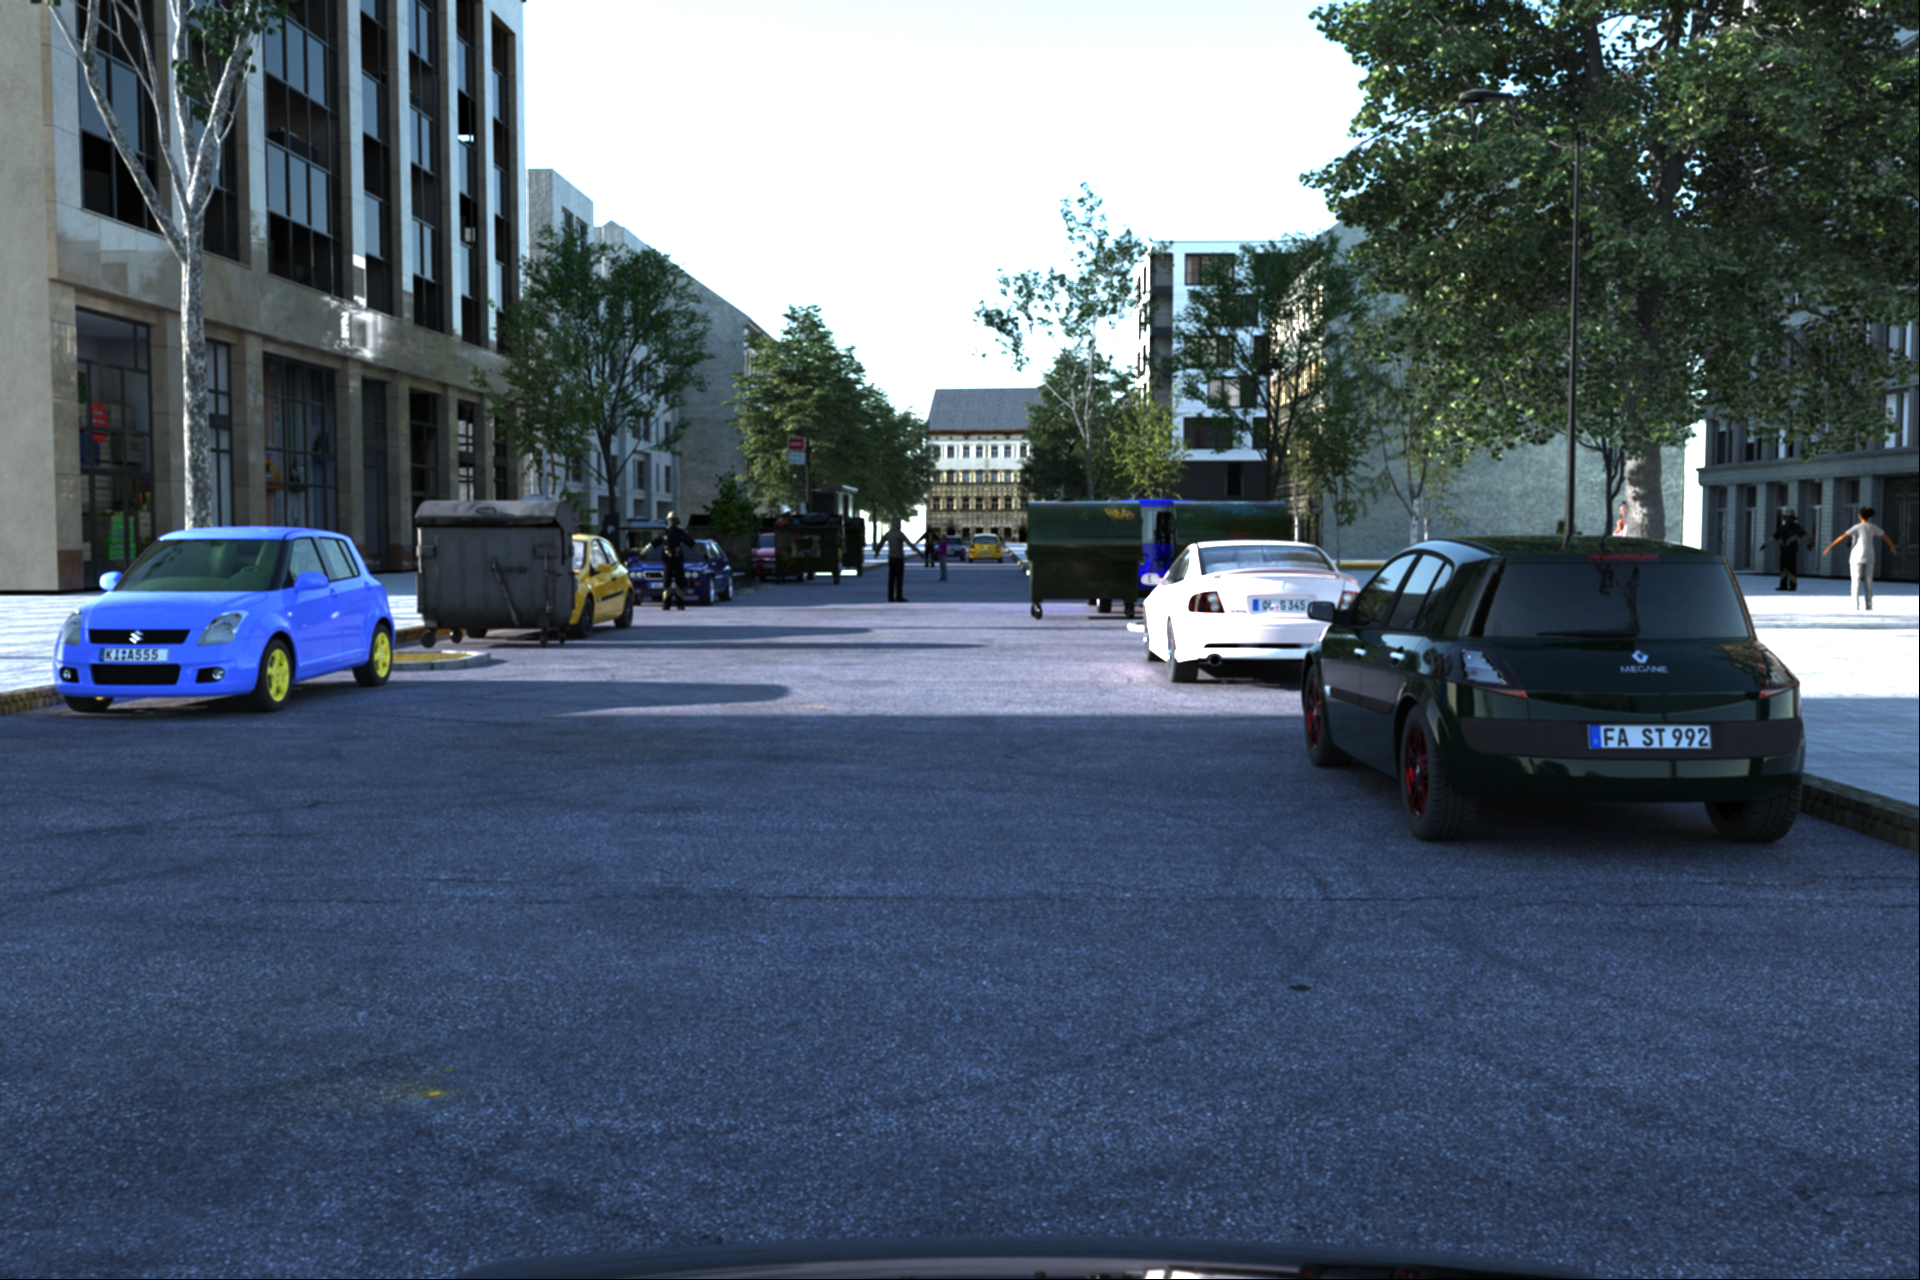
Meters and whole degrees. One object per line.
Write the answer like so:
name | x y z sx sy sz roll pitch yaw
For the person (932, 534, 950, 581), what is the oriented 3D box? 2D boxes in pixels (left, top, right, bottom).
person | -0.561 -2.518 52.890 0.599 1.433 0.991 -2 4 -32

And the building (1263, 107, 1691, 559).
building | 28.134 -16.310 97.596 19.493 23.208 18.063 0 4 2

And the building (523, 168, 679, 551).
building | -27.595 -14.284 99.998 16.747 18.905 31.486 0 4 2

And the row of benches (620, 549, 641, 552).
row of benches | -14.167 -3.553 73.560 4.104 0.672 1.422 1 4 14

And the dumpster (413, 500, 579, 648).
dumpster | -5.920 -0.852 22.150 1.865 1.857 1.264 0 4 1

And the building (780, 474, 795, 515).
building | -21.624 -15.063 188.429 9.099 9.664 28.070 0 4 0

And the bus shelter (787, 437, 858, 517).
bus shelter | -5.933 -5.921 74.440 2.179 5.291 8.768 0 4 3

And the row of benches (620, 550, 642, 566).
row of benches | -14.368 -3.371 70.580 4.104 0.672 1.422 3 5 41

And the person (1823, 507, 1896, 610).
person | 15.203 -1.374 29.240 1.217 1.739 0.721 0 4 1

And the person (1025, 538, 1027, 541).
person | 4.038 -5.357 93.561 0.705 1.833 1.349 3 5 44

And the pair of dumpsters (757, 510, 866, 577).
pair of dumpsters | -5.404 -3.275 58.492 4.436 2.255 1.574 0 4 1

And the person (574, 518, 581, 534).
person | -11.434 -2.732 51.265 0.434 1.755 0.990 0 4 -5

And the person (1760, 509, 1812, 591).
person | 18.713 -2.035 39.147 0.704 1.845 1.351 -2 4 -24

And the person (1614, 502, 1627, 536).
person | 9.480 -1.092 24.573 0.621 1.740 0.551 0 4 -5

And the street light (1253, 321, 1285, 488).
street light | 6.705 -3.970 37.698 0.468 5.910 1.993 0 4 1

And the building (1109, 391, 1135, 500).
building | 27.500 -22.851 204.536 19.493 23.208 18.063 0 4 1

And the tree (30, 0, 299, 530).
tree | -13.061 -10.387 25.710 12.611 20.169 13.585 0 3 0

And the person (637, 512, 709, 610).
person | -5.413 -1.496 32.699 1.354 1.856 0.705 0 4 -8

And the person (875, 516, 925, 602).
person | -1.329 -1.712 36.579 1.348 1.813 0.705 3 4 38

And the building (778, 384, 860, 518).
building | -22.081 -21.592 219.493 16.747 18.905 31.486 0 4 1

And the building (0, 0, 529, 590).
building | -29.239 -17.536 52.929 22.709 31.103 35.509 0 4 2

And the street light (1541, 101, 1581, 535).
street light | 7.000 -2.794 18.229 1.470 5.913 1.316 0 4 1

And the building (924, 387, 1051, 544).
building | 5.247 -25.979 258.148 18.063 23.208 19.493 1 4 9

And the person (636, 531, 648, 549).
person | -16.403 -5.058 88.966 0.705 1.796 1.348 1 4 12

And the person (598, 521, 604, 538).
person | -13.922 -3.772 67.812 0.704 1.812 1.346 1 4 20

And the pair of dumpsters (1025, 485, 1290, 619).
pair of dumpsters | 3.322 -1.503 29.518 4.436 2.255 1.574 0 4 1

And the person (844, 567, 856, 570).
person | -3.948 -3.440 62.426 1.347 1.806 0.705 2 4 28

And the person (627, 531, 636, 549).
person | -18.303 -5.536 96.742 0.704 1.802 1.346 1 4 20

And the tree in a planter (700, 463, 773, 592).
tree in a planter | -5.795 -2.854 43.884 1.991 3.239 1.994 0 4 1

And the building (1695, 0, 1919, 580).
building | 28.580 -12.393 49.301 8.464 21.280 15.925 0 4 1

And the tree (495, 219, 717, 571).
tree | -11.811 -8.100 58.183 9.928 11.665 9.643 0 3 0

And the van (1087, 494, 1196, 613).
van | 3.456 -1.756 33.088 2.240 2.365 5.245 0 4 1

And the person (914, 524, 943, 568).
person | -1.295 -4.009 73.784 1.354 1.856 0.705 0 4 -6

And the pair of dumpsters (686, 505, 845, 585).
pair of dumpsters | -5.544 -2.723 49.471 4.436 2.255 1.574 0 4 1

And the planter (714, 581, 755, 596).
planter | -5.882 -1.204 40.827 1.991 0.319 1.994 0 4 1

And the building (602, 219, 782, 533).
building | -24.105 -18.322 130.485 19.493 23.208 18.063 0 4 1

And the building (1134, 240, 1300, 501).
building | 27.557 -17.918 136.932 27.936 21.610 32.646 0 4 1

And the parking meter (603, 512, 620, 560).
parking meter | -9.121 -2.424 45.337 0.399 1.863 0.255 0 4 1

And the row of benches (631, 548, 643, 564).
row of benches | -14.294 -3.749 76.766 1.422 0.672 4.104 -1 4 -11
